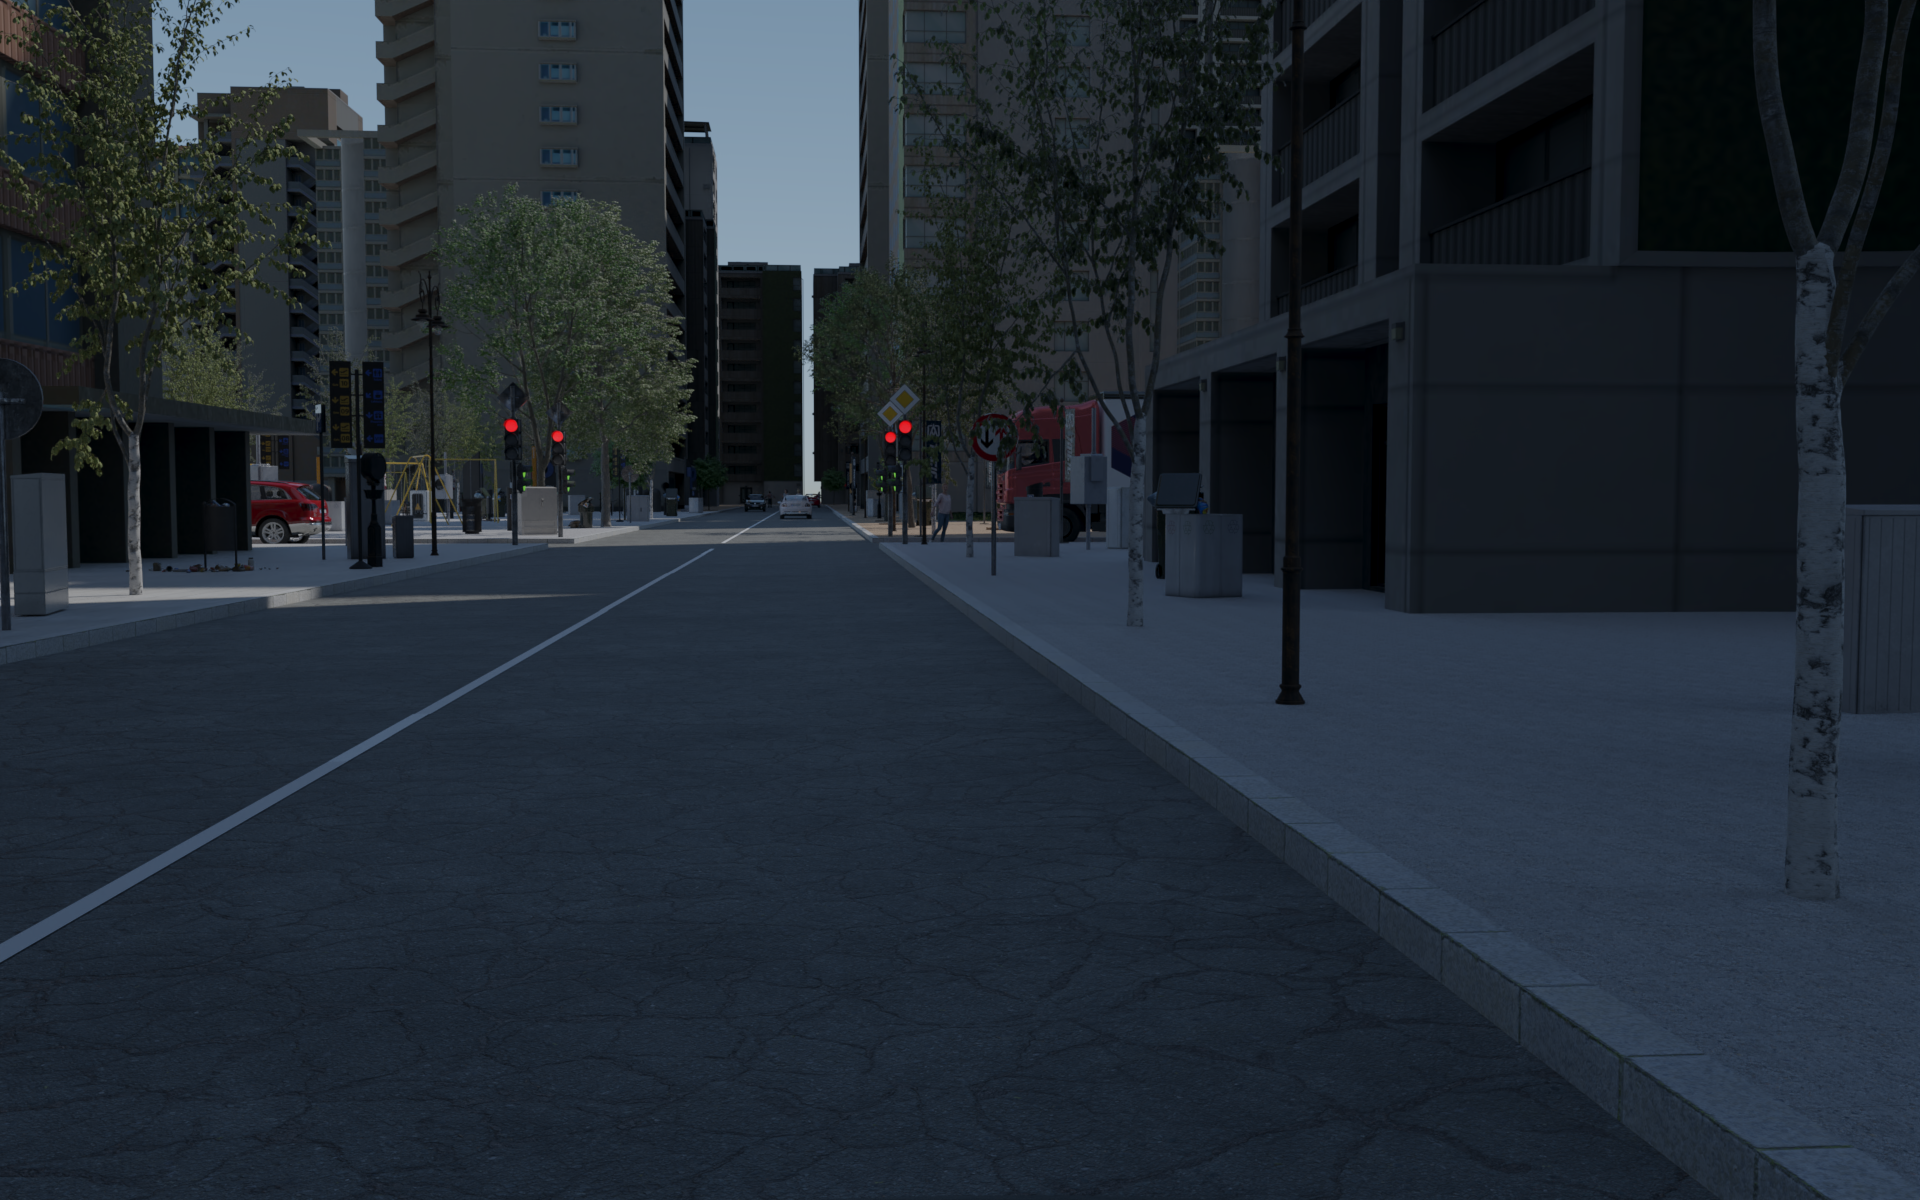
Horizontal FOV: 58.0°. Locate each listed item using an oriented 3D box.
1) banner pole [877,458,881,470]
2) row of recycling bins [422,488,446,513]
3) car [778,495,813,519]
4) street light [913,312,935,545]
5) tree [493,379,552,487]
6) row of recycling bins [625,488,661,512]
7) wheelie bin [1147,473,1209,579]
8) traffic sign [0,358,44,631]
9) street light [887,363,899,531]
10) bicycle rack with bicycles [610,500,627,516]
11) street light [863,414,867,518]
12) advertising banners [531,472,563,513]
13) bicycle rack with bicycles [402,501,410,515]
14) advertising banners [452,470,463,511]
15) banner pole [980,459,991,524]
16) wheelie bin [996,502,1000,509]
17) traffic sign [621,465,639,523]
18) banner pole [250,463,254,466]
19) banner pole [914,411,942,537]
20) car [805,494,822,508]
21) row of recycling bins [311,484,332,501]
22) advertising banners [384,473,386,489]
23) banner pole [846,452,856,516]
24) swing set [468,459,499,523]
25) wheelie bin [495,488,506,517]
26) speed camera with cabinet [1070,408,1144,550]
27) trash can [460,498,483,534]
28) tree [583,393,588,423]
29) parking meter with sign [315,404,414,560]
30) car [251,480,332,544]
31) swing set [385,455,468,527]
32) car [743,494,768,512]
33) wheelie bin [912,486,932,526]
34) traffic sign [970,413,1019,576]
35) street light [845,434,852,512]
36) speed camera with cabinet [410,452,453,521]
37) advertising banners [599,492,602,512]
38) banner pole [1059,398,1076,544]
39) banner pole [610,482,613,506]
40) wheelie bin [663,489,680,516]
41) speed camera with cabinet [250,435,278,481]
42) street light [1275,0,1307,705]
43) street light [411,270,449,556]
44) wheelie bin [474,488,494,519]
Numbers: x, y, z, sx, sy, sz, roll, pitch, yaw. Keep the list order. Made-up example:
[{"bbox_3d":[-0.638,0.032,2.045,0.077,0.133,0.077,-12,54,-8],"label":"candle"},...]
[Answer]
[{"bbox_3d":[-5.592,-7.945,119.917,0.401,3.779,0.863,1,4,23],"label":"banner pole"},{"bbox_3d":[-36.768,-6.980,121.239,1.069,1.692,3.534,0,4,0],"label":"row of recycling bins"},{"bbox_3d":[-9.593,-5.424,101.039,2.083,1.381,4.827,0,4,-6],"label":"car"},{"bbox_3d":[-0.908,-4.349,43.900,0.468,5.910,1.993,0,4,-5],"label":"street light"},{"bbox_3d":[-26.507,-9.552,106.537,4.360,8.622,3.978,0,3,0],"label":"tree"},{"bbox_3d":[-22.793,-7.155,124.098,3.534,1.692,1.069,3,4,37],"label":"row of recycling bins"},{"bbox_3d":[3.315,-1.122,26.250,0.980,1.594,0.693,1,4,21],"label":"wheelie bin"},{"bbox_3d":[-8.982,-0.987,16.236,0.768,2.556,0.104,0,4,-5],"label":"traffic sign"},{"bbox_3d":[-2.260,-5.299,59.424,0.468,5.910,1.993,0,4,-5],"label":"street light"},{"bbox_3d":[-19.821,-5.412,101.861,2.852,0.926,2.925,-1,4,-17],"label":"bicycle rack with bicycles"},{"bbox_3d":[-5.085,-7.344,92.856,0.468,5.910,1.993,0,4,-5],"label":"street light"},{"bbox_3d":[-24.702,-6.557,103.394,2.074,3.025,0.090,1,4,13],"label":"advertising banners"},{"bbox_3d":[-30.295,-4.897,93.446,2.852,0.926,2.925,0,4,-3],"label":"bicycle rack with bicycles"},{"bbox_3d":[-35.717,-7.778,123.364,0.090,3.025,2.074,1,4,9],"label":"advertising banners"},{"bbox_3d":[1.202,-5.139,74.037,0.401,3.779,0.863,-3,5,-44],"label":"banner pole"},{"bbox_3d":[1.856,-3.972,72.848,0.693,1.594,0.980,1,4,13],"label":"wheelie bin"},{"bbox_3d":[-14.522,-4.657,76.255,0.768,2.556,0.104,0,4,-1],"label":"traffic sign"},{"bbox_3d":[-50.631,-8.158,123.403,0.863,3.779,0.401,0,4,3],"label":"banner pole"},{"bbox_3d":[-0.946,-3.781,51.833,0.863,3.779,0.401,0,4,-6],"label":"banner pole"},{"bbox_3d":[-15.562,-10.563,181.750,2.155,1.783,4.494,0,4,-3],"label":"car"},{"bbox_3d":[-26.045,-3.863,70.279,1.069,1.692,3.534,-1,4,-17],"label":"row of recycling bins"},{"bbox_3d":[-33.349,-6.338,99.821,0.090,3.025,2.074,0,4,-1],"label":"advertising banners"},{"bbox_3d":[-6.347,-6.929,103.298,0.401,3.779,0.863,-1,4,-20],"label":"banner pole"},{"bbox_3d":[-21.965,-4.855,76.997,3.119,2.851,2.862,-1,4,-18],"label":"swing set"},{"bbox_3d":[-25.552,-5.390,96.039,0.693,1.594,0.980,-2,4,-35],"label":"wheelie bin"},{"bbox_3d":[3.538,-2.817,40.389,2.038,3.252,0.660,-2,4,-34],"label":"speed camera with cabinet"},{"bbox_3d":[-15.698,-2.694,55.694,0.748,1.137,0.748,0,3,0],"label":"trash can"},{"bbox_3d":[-19.273,-9.032,98.030,4.737,8.622,4.395,0,3,0],"label":"tree"},{"bbox_3d":[-11.734,-2.321,34.210,1.738,3.016,0.543,-2,4,-31],"label":"parking meter with sign"},{"bbox_3d":[-20.076,-2.379,47.568,5.304,1.827,2.281,0,4,-3],"label":"car"},{"bbox_3d":[-21.852,-4.439,70.191,2.862,2.851,3.119,-2,4,-28],"label":"swing set"},{"bbox_3d":[-16.732,-8.056,141.500,2.009,1.686,4.222,0,4,-6],"label":"car"},{"bbox_3d":[-1.525,-3.802,70.063,0.980,1.594,0.693,-1,4,-10],"label":"wheelie bin"},{"bbox_3d":[0.533,-1.659,27.237,0.768,2.556,0.104,0,4,-3],"label":"traffic sign"},{"bbox_3d":[-8.155,-9.415,126.730,0.468,5.910,1.993,0,4,-5],"label":"street light"},{"bbox_3d":[-24.956,-5.344,81.713,2.038,3.252,0.660,1,4,20],"label":"speed camera with cabinet"},{"bbox_3d":[-24.939,-7.672,121.619,0.090,3.025,2.074,1,4,9],"label":"advertising banners"},{"bbox_3d":[2.752,-3.351,44.810,0.401,3.779,0.863,-2,4,-29],"label":"banner pole"},{"bbox_3d":[-24.920,-8.183,123.802,0.401,3.779,0.863,1,4,11],"label":"banner pole"},{"bbox_3d":[-16.573,-5.599,99.452,0.980,1.594,0.693,0,4,-5],"label":"wheelie bin"},{"bbox_3d":[-20.947,-3.599,53.187,2.038,3.252,0.660,2,4,34],"label":"speed camera with cabinet"},{"bbox_3d":[2.023,-2.302,10.433,0.468,5.910,1.993,0,4,-5],"label":"street light"},{"bbox_3d":[-10.970,-3.865,35.985,0.468,5.910,1.993,0,4,-5],"label":"street light"},{"bbox_3d":[-24.278,-4.903,88.071,0.693,1.594,0.980,0,4,5],"label":"wheelie bin"}]
